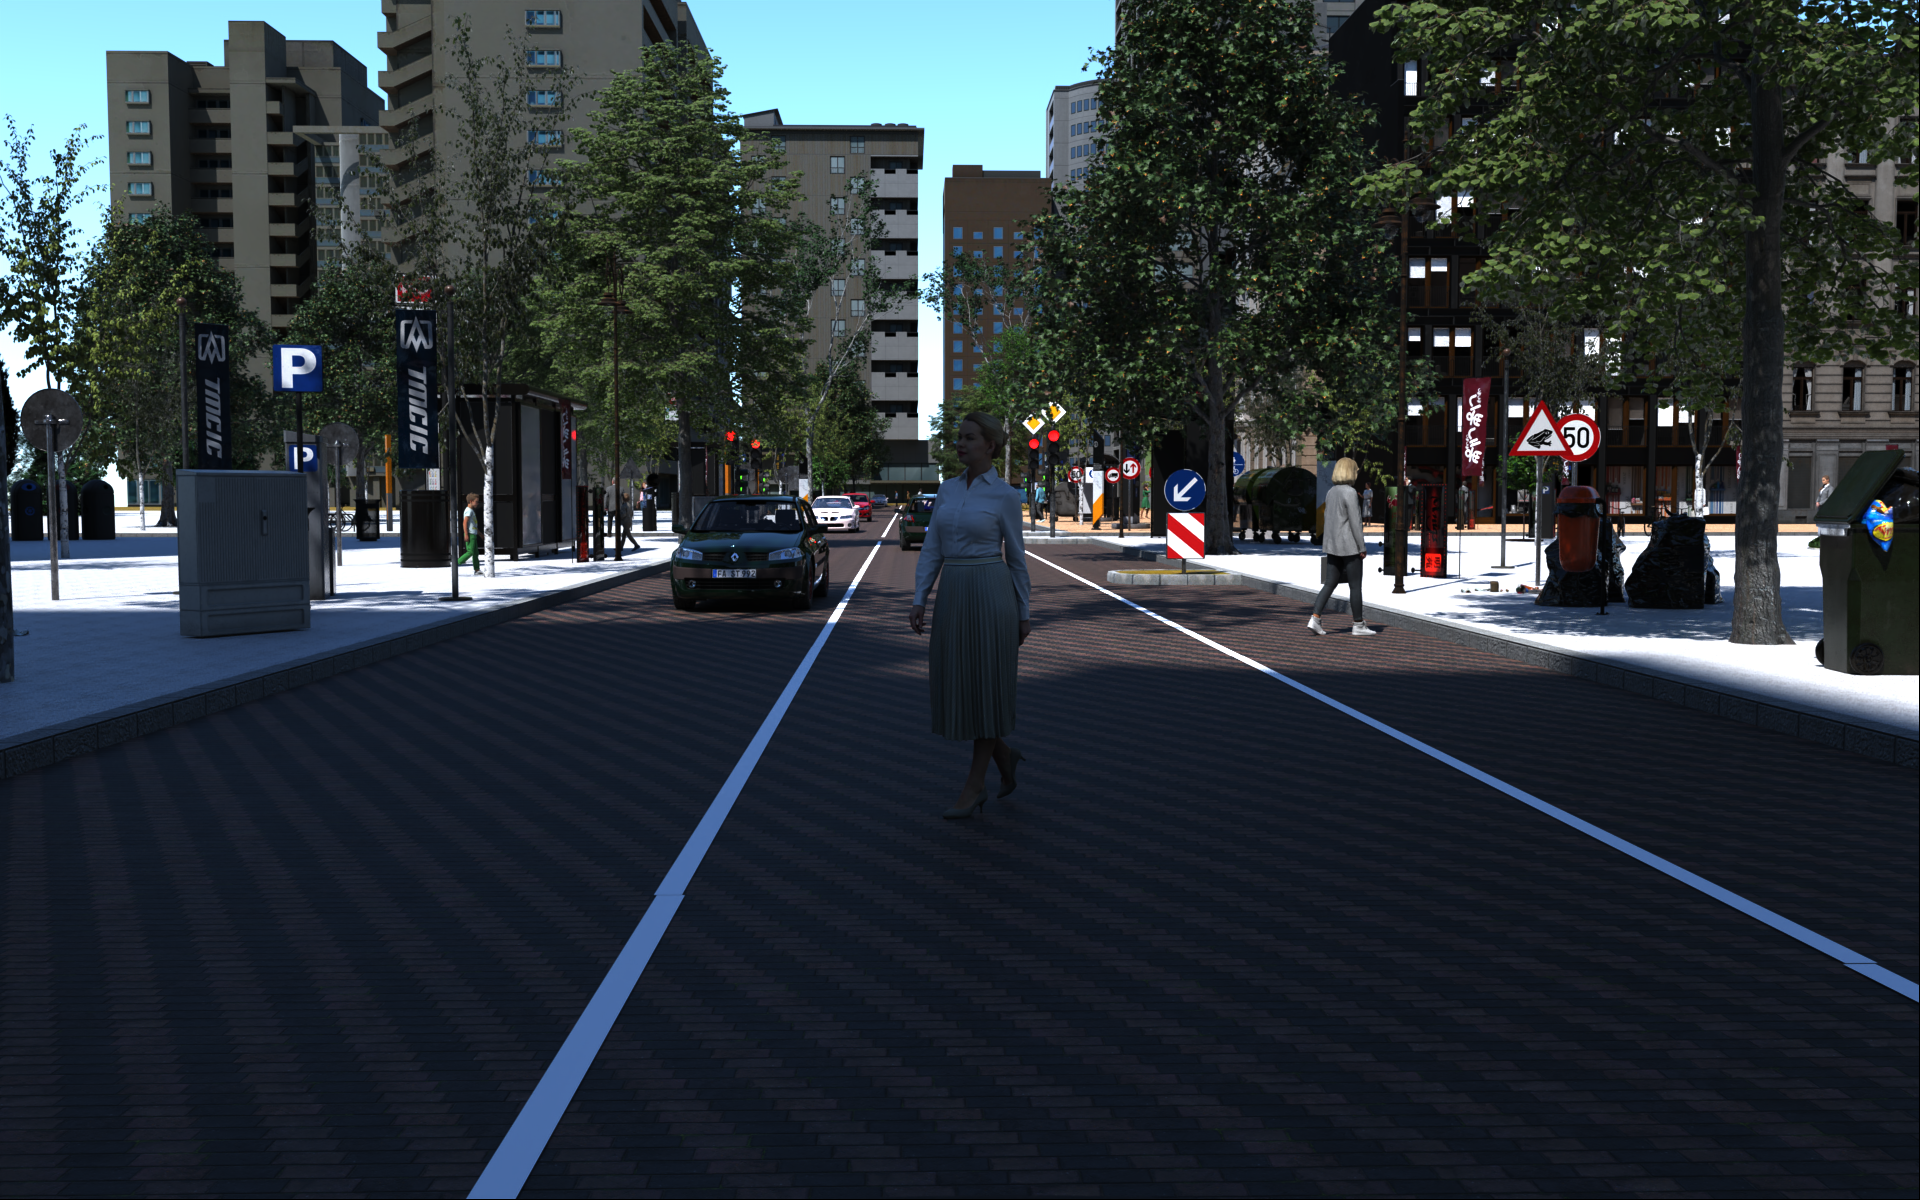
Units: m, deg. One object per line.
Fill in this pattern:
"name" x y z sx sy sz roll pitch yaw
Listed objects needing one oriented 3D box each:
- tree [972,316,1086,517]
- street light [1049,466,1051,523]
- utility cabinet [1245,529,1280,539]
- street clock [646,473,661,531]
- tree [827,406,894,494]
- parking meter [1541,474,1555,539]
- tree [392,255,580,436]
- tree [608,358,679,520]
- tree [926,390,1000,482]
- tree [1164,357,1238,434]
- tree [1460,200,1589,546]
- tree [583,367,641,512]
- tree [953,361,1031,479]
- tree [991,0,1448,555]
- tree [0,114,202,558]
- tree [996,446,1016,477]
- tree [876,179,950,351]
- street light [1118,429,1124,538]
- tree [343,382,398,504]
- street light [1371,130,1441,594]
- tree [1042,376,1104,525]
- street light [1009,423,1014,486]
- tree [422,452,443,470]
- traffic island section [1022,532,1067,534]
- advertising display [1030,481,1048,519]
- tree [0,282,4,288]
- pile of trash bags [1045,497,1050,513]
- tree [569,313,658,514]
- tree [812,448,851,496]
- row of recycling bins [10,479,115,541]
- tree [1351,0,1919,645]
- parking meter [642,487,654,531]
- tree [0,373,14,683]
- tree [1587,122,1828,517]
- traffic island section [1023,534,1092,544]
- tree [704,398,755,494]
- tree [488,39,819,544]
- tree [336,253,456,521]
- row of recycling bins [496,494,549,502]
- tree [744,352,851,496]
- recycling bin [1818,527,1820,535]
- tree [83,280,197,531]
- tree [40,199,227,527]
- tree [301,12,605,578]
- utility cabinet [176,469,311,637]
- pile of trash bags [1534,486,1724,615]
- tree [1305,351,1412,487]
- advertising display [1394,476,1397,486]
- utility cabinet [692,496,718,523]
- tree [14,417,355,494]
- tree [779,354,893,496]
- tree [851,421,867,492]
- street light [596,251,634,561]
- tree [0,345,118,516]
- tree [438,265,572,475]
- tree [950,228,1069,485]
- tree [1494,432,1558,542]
"tree" 4.279 -10.553 98.296 9.928 11.665 9.643 0 3 0
"street light" 4.050 -6.372 76.976 0.468 5.910 1.993 0 4 -2
"utility cabinet" 8.732 -2.380 50.072 1.020 1.237 0.306 1 4 15
"street clock" -10.679 -3.413 60.366 0.471 2.002 0.358 -1 4 -17
"tree" -11.085 -15.241 183.595 8.767 10.594 7.601 0 4 0
"parking meter" 16.795 -2.685 49.617 0.399 1.863 0.255 3 4 36
"tree" -18.515 -8.134 67.408 7.601 10.594 8.767 0 4 4
"tree" -16.322 -8.367 87.166 4.737 8.622 4.395 0 3 0
"tree" 0.775 -18.387 207.288 9.857 13.997 8.962 0 3 0
"tree" 10.506 -8.022 81.518 4.360 8.622 3.978 0 3 0
"tree" 14.618 -5.654 42.803 4.360 8.622 3.978 0 3 0
"tree" -25.789 -12.316 127.118 9.928 11.665 9.643 0 3 0
"tree" 2.968 -14.022 147.386 7.486 12.596 7.792 0 3 0
"tree" 5.349 -7.308 36.498 9.611 12.733 9.660 0 3 0
"tree" -17.696 -5.141 34.418 4.737 8.622 4.395 0 3 0
"tree" 3.072 -12.575 155.965 4.737 8.622 4.395 0 3 0
"tree" -7.669 -14.977 100.767 12.611 20.169 13.585 0 3 0
"street light" 4.735 -4.761 50.632 0.468 5.910 1.993 0 4 -2
"tree" -35.620 -9.336 103.007 4.737 8.622 4.395 0 3 0
"street light" 5.674 -3.023 22.207 0.468 5.910 1.993 0 4 -2
"tree" 5.003 -7.430 71.838 4.737 8.622 4.395 0 3 0
"street light" 3.077 -8.081 104.916 0.468 5.910 1.993 0 4 -2
"tree" -34.807 -9.958 113.171 4.737 8.622 4.395 0 3 0
"traffic island section" 2.518 -2.251 59.077 2.009 0.180 2.903 0 4 -2
"advertising display" 3.984 -5.038 87.581 0.974 1.923 0.123 -1 4 -22
"tree" -17.534 -4.684 26.946 4.360 8.622 3.978 0 3 0
"pile of trash bags" 6.759 -6.739 119.942 1.912 1.369 3.447 0 4 -2
"tree" -23.742 -12.481 114.435 12.009 13.543 11.850 0 3 0
"tree" -9.286 -8.286 119.189 4.285 4.588 4.351 0 3 0
"row of recycling bins" -25.388 -2.500 47.994 3.534 1.692 1.069 -3 4 -39
"tree" 6.662 -5.874 14.162 7.486 12.596 7.792 0 3 0
"parking meter" -10.738 -3.130 59.580 0.372 1.533 0.369 0 3 0
"tree" -7.878 -9.553 12.078 12.611 20.169 13.585 0 3 0
"tree" 14.456 -5.088 33.545 4.360 8.622 3.978 0 3 0
"traffic island section" 2.755 -1.762 51.096 2.009 0.180 2.903 0 4 -2
"tree" -17.042 -10.955 129.469 4.360 8.622 3.978 0 3 0
"tree" -7.492 -7.716 44.278 7.486 12.596 7.792 0 3 0
"tree" -28.229 -10.047 81.280 9.611 12.733 9.660 0 3 0
"row of recycling bins" -14.643 -3.194 59.337 1.069 1.692 3.534 2 4 24
"tree" -8.670 -8.207 84.551 4.737 8.622 4.395 0 3 0
"recycling bin" 26.319 -2.415 52.042 0.722 1.027 0.722 0 4 -6
"tree" -28.510 -6.749 60.703 4.360 8.622 3.978 0 3 0
"tree" -31.148 -9.229 67.901 9.611 12.733 9.660 0 3 0
"tree" -7.442 -4.657 26.506 4.360 8.622 3.978 0 3 0
"utility cabinet" -6.537 -0.439 15.857 0.318 1.500 1.173 2 4 30
"pile of trash bags" 7.467 -0.608 19.700 1.912 1.369 3.447 2 4 35
"tree" 14.857 -7.035 65.389 4.737 8.622 4.395 0 3 0
"advertising display" 15.548 -3.445 61.544 0.123 1.923 0.974 2 4 24
"utility cabinet" -6.928 -2.189 46.945 0.306 1.237 1.020 3 4 38
"tree" -50.918 -9.311 115.140 11.467 7.101 20.602 2 4 32
"tree" -10.064 -13.750 141.818 9.611 12.733 9.660 0 3 0
"tree" -8.818 -9.941 112.901 4.737 8.622 4.395 0 3 0
"street light" -6.567 -3.690 33.114 0.468 5.910 1.993 0 4 -2
"tree" -55.908 -11.890 96.222 13.155 14.587 18.604 0 4 -7
"tree" -25.667 -11.525 95.094 9.857 13.997 8.962 0 3 0
"tree" 4.834 -16.211 120.933 12.611 20.169 13.585 0 3 0
"tree" 15.502 -3.215 47.161 1.663 3.219 1.824 0 3 0
